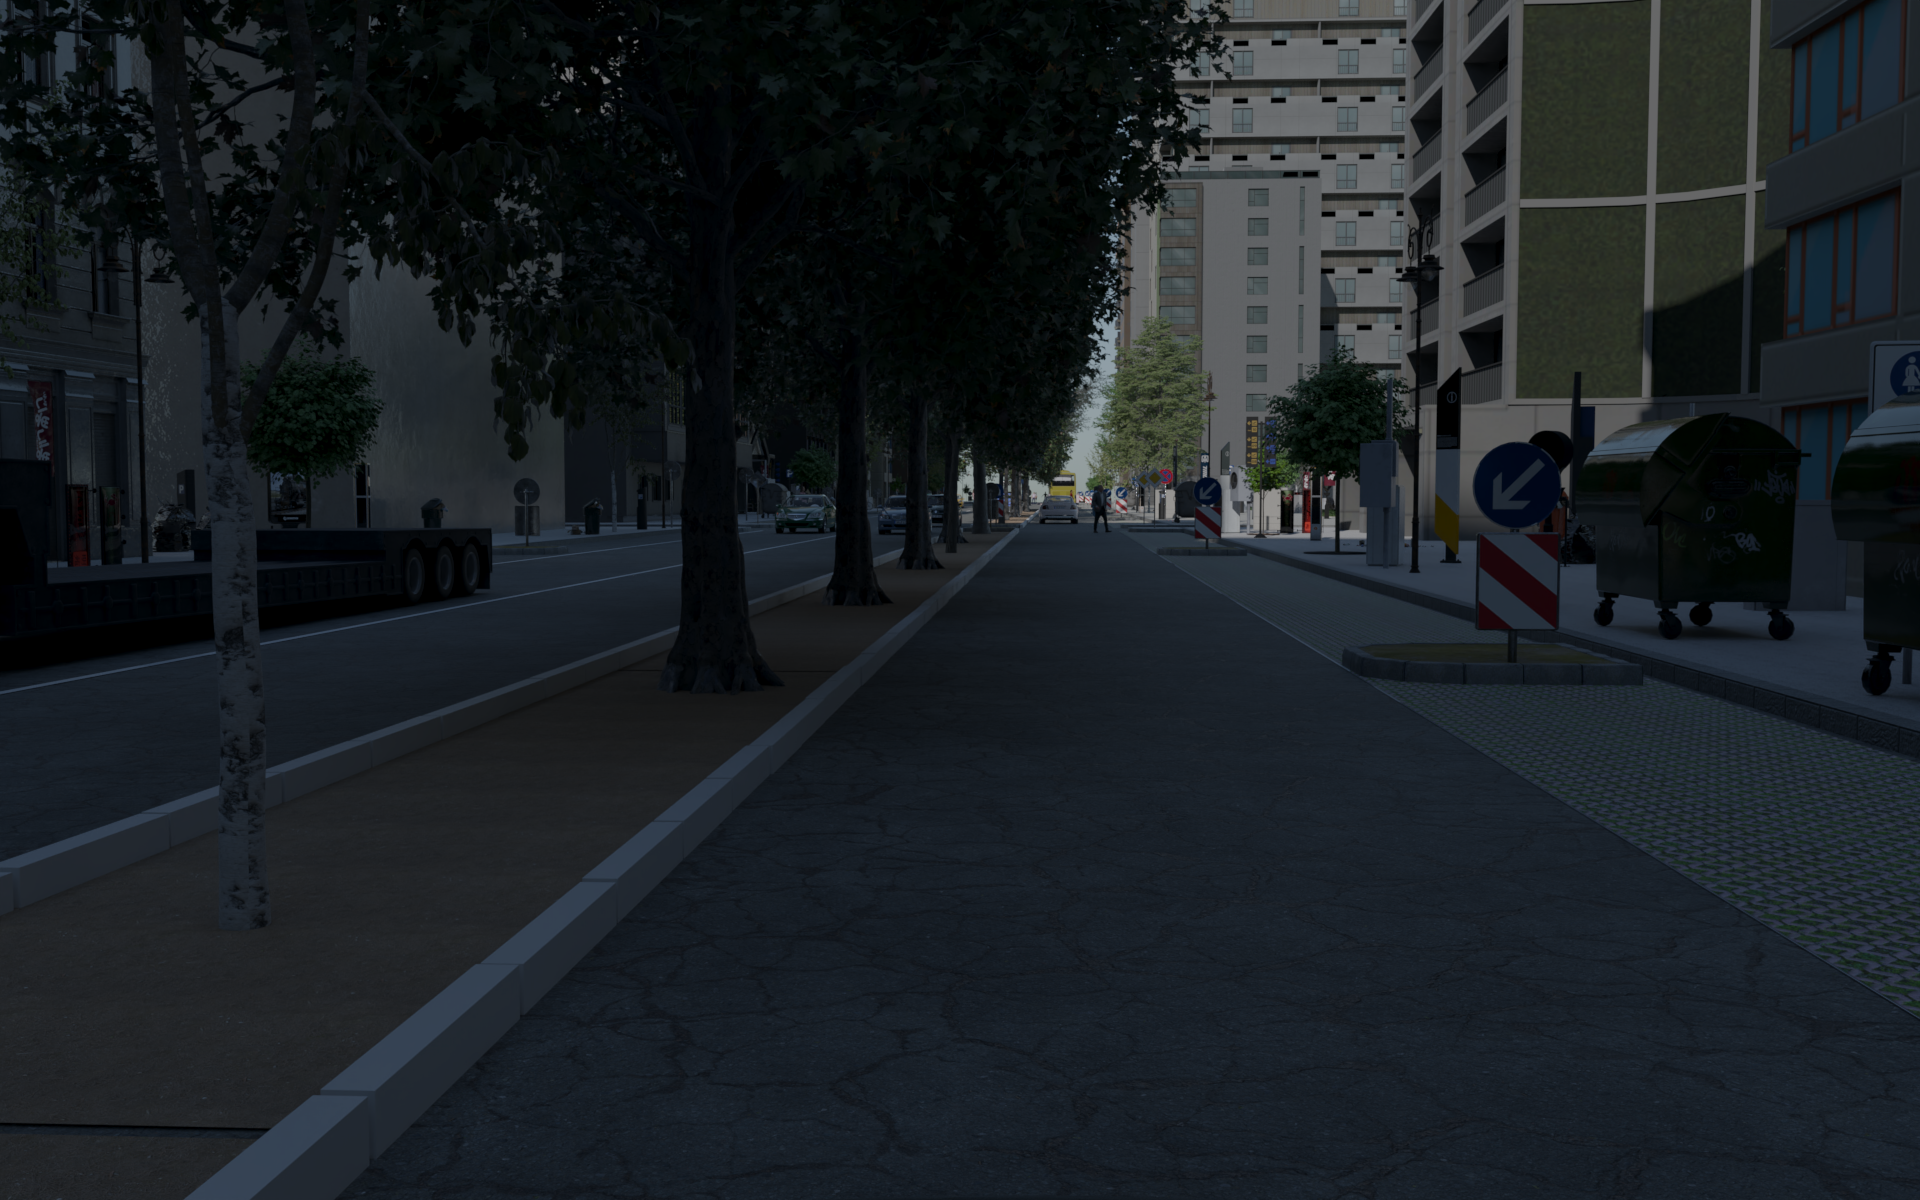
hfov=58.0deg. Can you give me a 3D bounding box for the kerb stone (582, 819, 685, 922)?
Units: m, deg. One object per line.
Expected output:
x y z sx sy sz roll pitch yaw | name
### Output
-1.174 0.973 6.281 0.120 0.150 1.000 0 4 3 | kerb stone

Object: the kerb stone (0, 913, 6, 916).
-3.322 1.035 5.420 0.120 0.150 1.000 0 4 3 | kerb stone

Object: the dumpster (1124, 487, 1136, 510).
13.919 -8.399 143.082 1.264 1.857 1.865 0 4 3 | dumpster

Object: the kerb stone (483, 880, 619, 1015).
-1.230 1.043 5.260 0.120 0.150 1.000 0 4 3 | kerb stone

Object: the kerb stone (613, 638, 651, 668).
-2.804 0.463 14.625 0.120 0.150 1.000 0 4 3 | kerb stone

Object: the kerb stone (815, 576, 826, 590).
-2.171 -0.226 25.892 0.120 0.150 1.000 0 4 3 | kerb stone

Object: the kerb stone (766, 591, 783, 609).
-2.400 0.024 21.804 0.120 0.150 1.000 0 4 3 | kerb stone

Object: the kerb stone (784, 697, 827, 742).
-0.938 0.728 10.374 0.120 0.150 1.000 0 4 3 | kerb stone

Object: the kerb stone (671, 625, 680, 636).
-2.692 0.338 16.676 0.120 0.150 1.000 0 4 3 | kerb stone

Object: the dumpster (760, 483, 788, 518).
-9.876 -5.274 91.986 1.264 1.857 1.865 0 4 3 | dumpster

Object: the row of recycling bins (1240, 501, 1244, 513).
17.882 -6.794 118.201 1.069 1.692 3.534 -3 5 -44 | row of recycling bins

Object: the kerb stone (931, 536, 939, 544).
-0.727 -1.792 51.499 0.120 0.150 1.000 0 4 3 | kerb stone

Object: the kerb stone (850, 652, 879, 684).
-0.764 0.541 13.440 0.120 0.150 1.000 0 4 3 | kerb stone

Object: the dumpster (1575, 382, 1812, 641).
6.709 -0.823 15.952 1.502 2.255 1.985 0 4 3 | dumpster

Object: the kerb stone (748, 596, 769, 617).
-2.460 0.086 20.783 0.120 0.150 1.000 0 4 3 | kerb stone

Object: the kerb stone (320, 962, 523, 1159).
-1.289 1.099 4.228 0.120 0.150 1.000 0 4 3 | kerb stone

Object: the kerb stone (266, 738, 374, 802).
-3.148 0.838 8.499 0.120 0.150 1.000 0 4 3 | kerb stone

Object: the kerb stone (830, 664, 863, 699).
-0.829 0.598 12.419 0.120 0.150 1.000 0 4 3 | kerb stone

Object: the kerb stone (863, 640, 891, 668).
-0.709 0.473 14.465 0.120 0.150 1.000 0 4 3 | kerb stone

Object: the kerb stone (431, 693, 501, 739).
-3.028 0.714 10.542 0.120 0.150 1.000 0 4 3 | kerb stone

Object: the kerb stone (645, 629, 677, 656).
-2.750 0.400 15.648 0.120 0.150 1.000 0 4 3 | kerb stone

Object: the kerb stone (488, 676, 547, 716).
-2.979 0.654 11.563 0.120 0.150 1.000 0 4 3 | kerb stone

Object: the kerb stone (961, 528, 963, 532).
0.033 -2.604 64.808 0.120 0.150 1.000 0 4 3 | kerb stone

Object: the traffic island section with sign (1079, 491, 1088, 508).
13.138 -10.070 173.279 1.989 1.847 2.006 0 4 3 | traffic island section with sign

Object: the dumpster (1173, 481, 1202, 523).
10.161 -4.354 76.954 1.264 1.857 1.865 0 4 3 | dumpster

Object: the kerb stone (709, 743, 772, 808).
-1.059 0.848 8.333 0.120 0.150 1.000 0 4 3 | kerb stone

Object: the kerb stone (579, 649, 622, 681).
-2.862 0.525 13.604 0.120 0.150 1.000 0 4 3 | kerb stone

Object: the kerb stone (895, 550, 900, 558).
-1.480 -0.978 38.178 0.120 0.150 1.000 0 4 3 | kerb stone

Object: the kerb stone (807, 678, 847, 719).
-0.884 0.661 11.394 0.120 0.150 1.000 0 4 3 | kerb stone

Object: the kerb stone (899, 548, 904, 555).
-1.422 -1.040 39.203 0.120 0.150 1.000 0 4 3 | kerb stone

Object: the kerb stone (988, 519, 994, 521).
1.793 -4.514 95.999 0.120 0.150 1.000 0 4 3 | kerb stone

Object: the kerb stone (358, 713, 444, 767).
-3.090 0.776 9.521 0.120 0.150 1.000 0 4 3 | kerb stone

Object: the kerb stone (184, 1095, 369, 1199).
-1.348 1.162 3.197 0.120 0.150 1.000 0 4 3 | kerb stone

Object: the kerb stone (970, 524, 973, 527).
0.640 -3.262 75.544 0.120 0.150 1.000 0 4 3 | kerb stone

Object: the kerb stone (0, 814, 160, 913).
-3.260 0.963 6.451 0.120 0.150 1.000 0 4 3 | kerb stone

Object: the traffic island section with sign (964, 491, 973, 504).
1.555 -15.124 255.903 1.989 1.847 2.006 0 4 3 | traffic island section with sign

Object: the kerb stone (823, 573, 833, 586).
-2.120 -0.287 26.913 0.120 0.150 1.000 0 4 3 | kerb stone

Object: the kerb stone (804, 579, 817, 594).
-2.223 -0.164 24.870 0.120 0.150 1.000 0 4 3 | kerb stone

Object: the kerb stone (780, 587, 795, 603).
-2.343 -0.039 22.828 0.120 0.150 1.000 0 4 3 | kerb stone

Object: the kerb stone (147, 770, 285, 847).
-3.211 0.900 7.479 0.120 0.150 1.000 0 4 3 | kerb stone

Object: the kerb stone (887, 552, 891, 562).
-1.592 -0.852 36.127 0.120 0.150 1.000 0 4 3 | kerb stone

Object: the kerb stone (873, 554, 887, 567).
-1.641 -0.790 35.106 0.120 0.150 1.000 0 4 3 | kerb stone

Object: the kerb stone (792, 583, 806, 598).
-2.287 -0.101 23.850 0.120 0.150 1.000 0 4 3 | kerb stone

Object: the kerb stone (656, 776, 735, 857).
-1.115 0.911 7.305 0.120 0.150 1.000 0 4 3 | kerb stone

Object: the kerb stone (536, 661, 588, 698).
-2.917 0.588 12.583 0.120 0.150 1.000 0 4 3 | kerb stone

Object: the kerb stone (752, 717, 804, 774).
-0.990 0.787 9.353 0.120 0.150 1.000 0 4 3 | kerb stone

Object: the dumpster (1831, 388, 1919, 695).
6.300 -0.470 10.176 1.502 2.255 1.985 0 4 3 | dumpster

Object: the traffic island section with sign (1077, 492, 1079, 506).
14.646 -11.719 200.238 1.989 1.847 2.006 0 4 3 | traffic island section with sign

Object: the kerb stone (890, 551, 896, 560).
-1.532 -0.915 37.152 0.120 0.150 1.000 0 4 3 | kerb stone
